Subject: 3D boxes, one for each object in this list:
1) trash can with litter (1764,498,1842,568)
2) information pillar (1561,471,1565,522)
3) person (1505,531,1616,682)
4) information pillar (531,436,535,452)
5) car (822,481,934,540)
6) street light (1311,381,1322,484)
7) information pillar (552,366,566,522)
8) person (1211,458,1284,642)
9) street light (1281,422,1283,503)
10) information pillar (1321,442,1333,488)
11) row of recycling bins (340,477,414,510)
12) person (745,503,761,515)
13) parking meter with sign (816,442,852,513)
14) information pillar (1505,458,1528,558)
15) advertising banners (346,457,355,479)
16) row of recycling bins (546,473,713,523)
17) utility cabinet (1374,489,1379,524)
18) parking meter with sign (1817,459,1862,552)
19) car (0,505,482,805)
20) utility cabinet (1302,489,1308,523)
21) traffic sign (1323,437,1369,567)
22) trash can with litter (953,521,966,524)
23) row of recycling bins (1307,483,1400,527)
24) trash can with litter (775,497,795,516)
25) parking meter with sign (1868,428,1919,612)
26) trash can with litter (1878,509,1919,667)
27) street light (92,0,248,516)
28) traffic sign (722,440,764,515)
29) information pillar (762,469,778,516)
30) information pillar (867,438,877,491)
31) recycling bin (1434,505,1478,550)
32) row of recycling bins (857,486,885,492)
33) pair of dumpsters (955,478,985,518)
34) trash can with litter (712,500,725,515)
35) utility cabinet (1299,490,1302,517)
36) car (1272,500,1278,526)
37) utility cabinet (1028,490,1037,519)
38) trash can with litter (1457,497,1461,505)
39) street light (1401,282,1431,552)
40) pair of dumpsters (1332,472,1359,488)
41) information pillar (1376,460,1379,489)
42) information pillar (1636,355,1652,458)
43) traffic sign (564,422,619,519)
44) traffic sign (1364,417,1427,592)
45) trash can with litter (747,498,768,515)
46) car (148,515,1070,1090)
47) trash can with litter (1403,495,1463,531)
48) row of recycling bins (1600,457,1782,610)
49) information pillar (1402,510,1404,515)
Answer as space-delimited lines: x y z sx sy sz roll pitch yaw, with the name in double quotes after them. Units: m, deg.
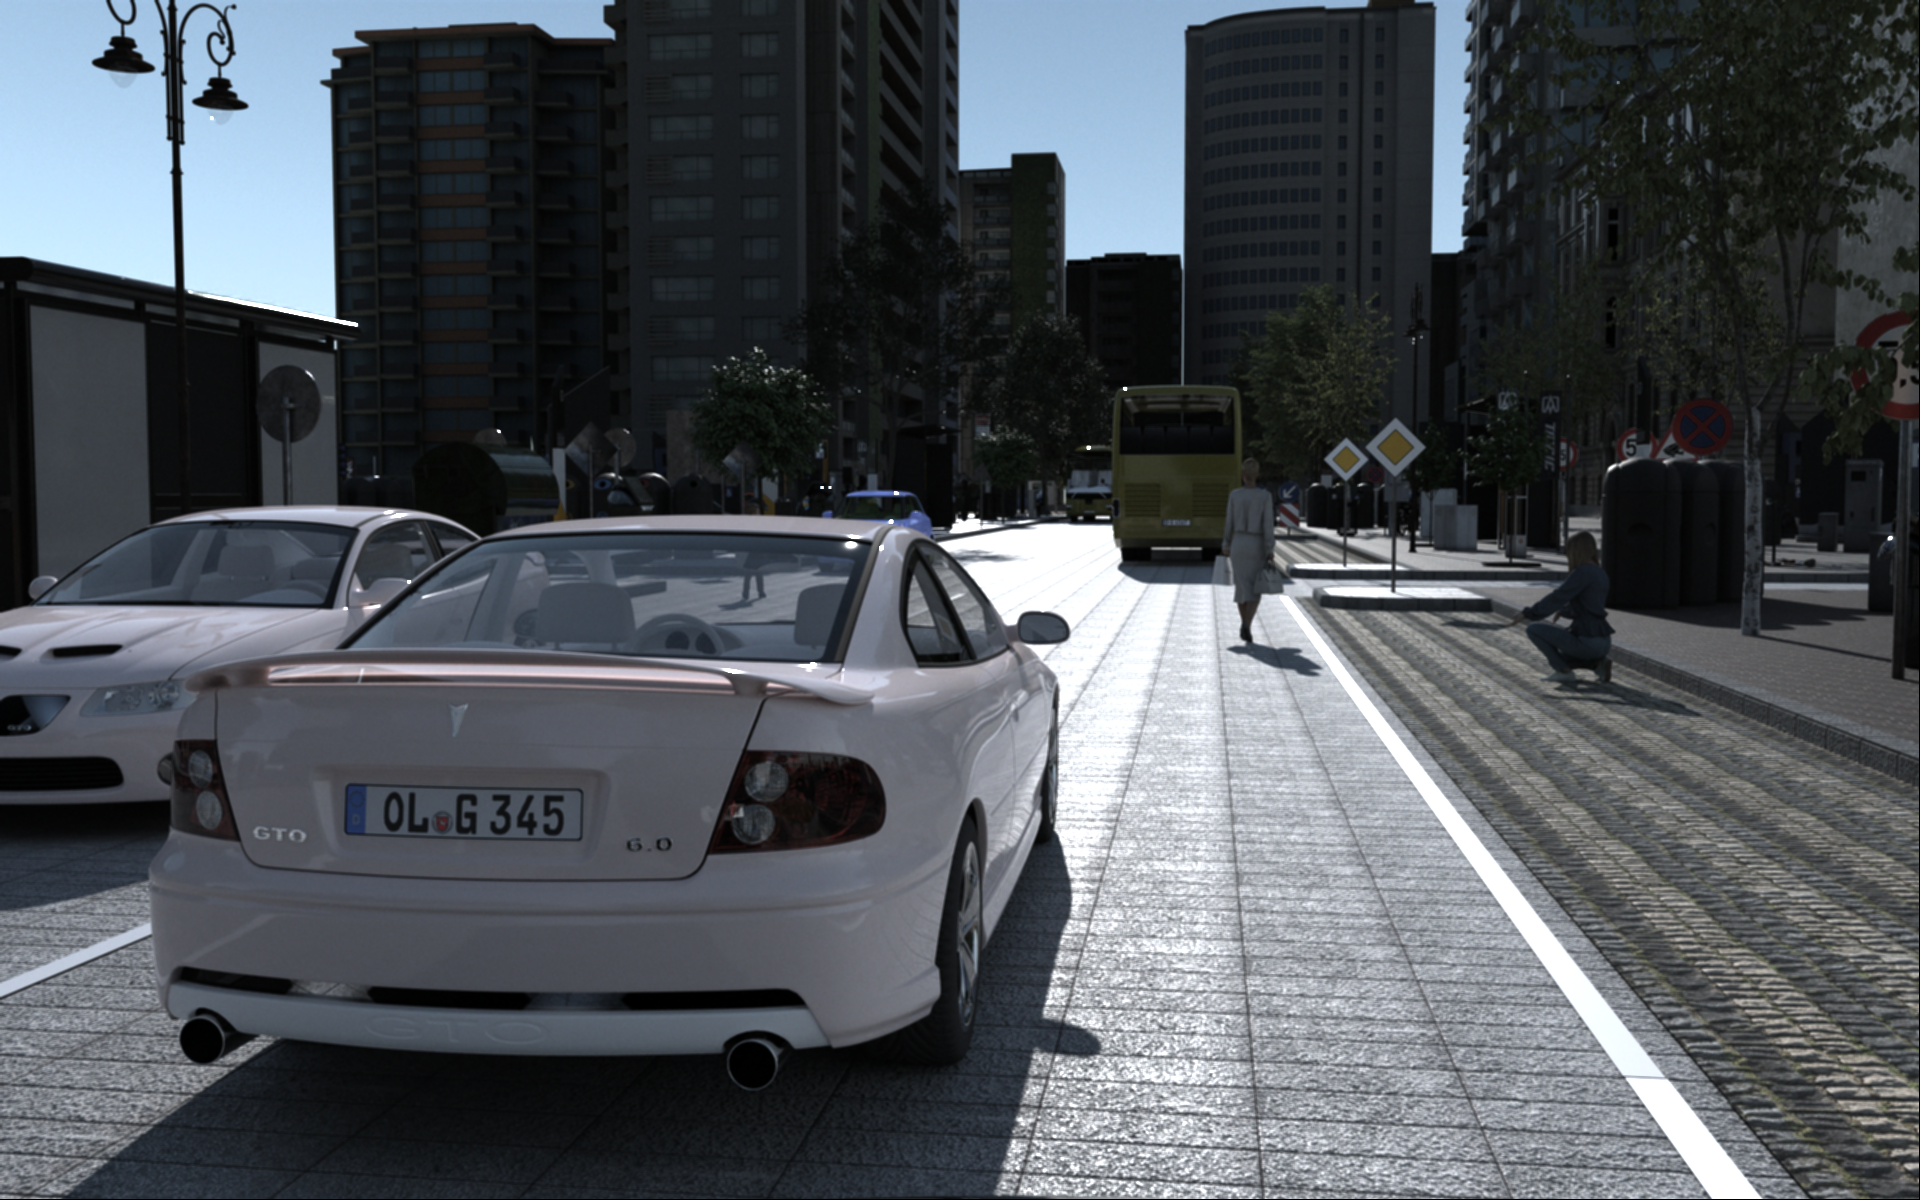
14.594 -1.215 30.930 1.678 1.210 2.233 -2 4 -26 "trash can with litter"
27.991 -5.441 80.309 0.183 3.616 0.504 2 4 25 "information pillar"
4.561 0.050 13.181 1.012 1.151 0.738 -3 4 -39 "person"
-17.070 -4.769 69.329 0.183 3.616 0.504 -1 4 -23 "information pillar"
-1.583 -1.432 32.999 1.945 1.707 3.694 1 4 9 "car"
14.665 -6.022 71.245 0.468 5.910 1.993 0 4 8 "street light"
-7.288 -2.456 31.506 0.183 3.616 0.504 0 4 5 "information pillar"
2.785 -0.494 16.924 0.694 1.780 0.624 3 4 38 "person"
19.354 -8.024 103.981 0.468 5.910 1.993 0 4 8 "street light"
15.817 -5.095 74.652 0.504 3.616 0.183 1 4 22 "information pillar"
-14.174 -2.108 41.579 1.069 1.692 3.534 1 4 21 "row of recycling bins"
-2.854 -0.670 23.733 0.475 1.303 0.640 1 4 9 "person"
-4.022 -3.824 58.787 1.738 3.016 0.543 -3 4 -38 "parking meter with sign"
11.203 -1.857 34.849 0.304 2.012 0.304 -1 4 -20 "information pillar"
-27.862 -5.198 81.176 2.074 3.025 0.090 0 4 4 "advertising banners"
-6.621 -1.677 34.534 3.534 1.692 1.069 1 4 10 "row of recycling bins"
18.233 -3.995 74.002 1.173 1.500 0.318 -1 4 -23 "utility cabinet"
19.908 -2.563 38.163 1.738 3.016 0.543 3 4 38 "parking meter with sign"
-3.694 0.183 9.374 2.083 1.381 4.827 0 4 7 "car"
15.235 -4.068 75.199 0.318 1.500 1.173 0 4 0 "utility cabinet"
6.776 -1.640 30.451 0.795 2.450 0.064 0 4 8 "traffic sign"
-0.574 -3.869 74.309 1.678 1.210 2.233 0 4 -2 "trash can with litter"
15.276 -3.681 67.303 3.534 1.692 1.069 1 4 16 "row of recycling bins"
-11.639 -5.977 108.782 2.233 1.210 1.678 0 4 4 "trash can with litter"
10.809 -1.402 19.180 1.738 3.016 0.543 -2 4 -29 "parking meter with sign"
7.437 -0.088 12.828 1.055 1.170 0.624 0 4 2 "trash can with litter"
-6.799 -2.588 15.102 0.468 5.910 1.993 0 4 8 "street light"
-4.007 -1.734 31.998 0.795 2.450 0.064 0 4 8 "traffic sign"
-5.735 -3.736 52.445 0.504 3.616 0.183 -1 4 -18 "information pillar"
-3.627 -4.931 71.970 0.504 3.616 0.183 3 5 39 "information pillar"
11.467 -1.683 40.066 0.722 1.027 0.722 -2 4 -34 "recycling bin"
-4.387 -4.772 85.138 1.069 1.692 3.534 1 4 13 "row of recycling bins"
0.607 -5.547 93.188 1.574 2.255 4.437 0 4 8 "pair of dumpsters"
-6.023 -1.968 43.558 1.055 1.170 0.624 2 4 33 "trash can with litter"
19.599 -5.441 97.638 1.173 1.500 0.318 -3 5 -40 "utility cabinet"
13.326 -4.035 77.978 2.014 1.417 4.499 0 4 8 "car"
3.694 -4.849 87.966 0.318 1.500 1.173 1 4 9 "utility cabinet"
19.029 -3.390 66.812 0.624 1.170 1.055 1 4 21 "trash can with litter"
9.973 -3.988 37.987 0.468 5.910 1.993 0 4 8 "street light"
16.970 -4.605 77.784 1.574 2.255 4.437 0 4 8 "pair of dumpsters"
19.296 -5.428 80.103 0.183 3.616 0.504 0 4 3 "information pillar"
11.454 -2.307 29.075 0.183 3.616 0.504 0 4 4 "information pillar"
-5.131 -1.251 24.093 0.795 2.450 0.064 0 4 8 "traffic sign"
5.652 -1.156 22.545 0.795 2.450 0.064 0 4 8 "traffic sign"
-6.010 -2.433 51.174 0.624 1.170 1.055 0 4 -2 "trash can with litter"
-0.707 0.400 5.821 2.083 1.381 4.827 0 4 7 "car"
16.139 -3.031 60.618 1.678 1.210 2.233 -1 4 -22 "trash can with litter"
8.649 -0.819 20.511 1.069 1.692 3.534 3 5 43 "row of recycling bins"
26.302 -5.987 102.386 0.304 2.012 0.304 -1 4 -14 "information pillar"
